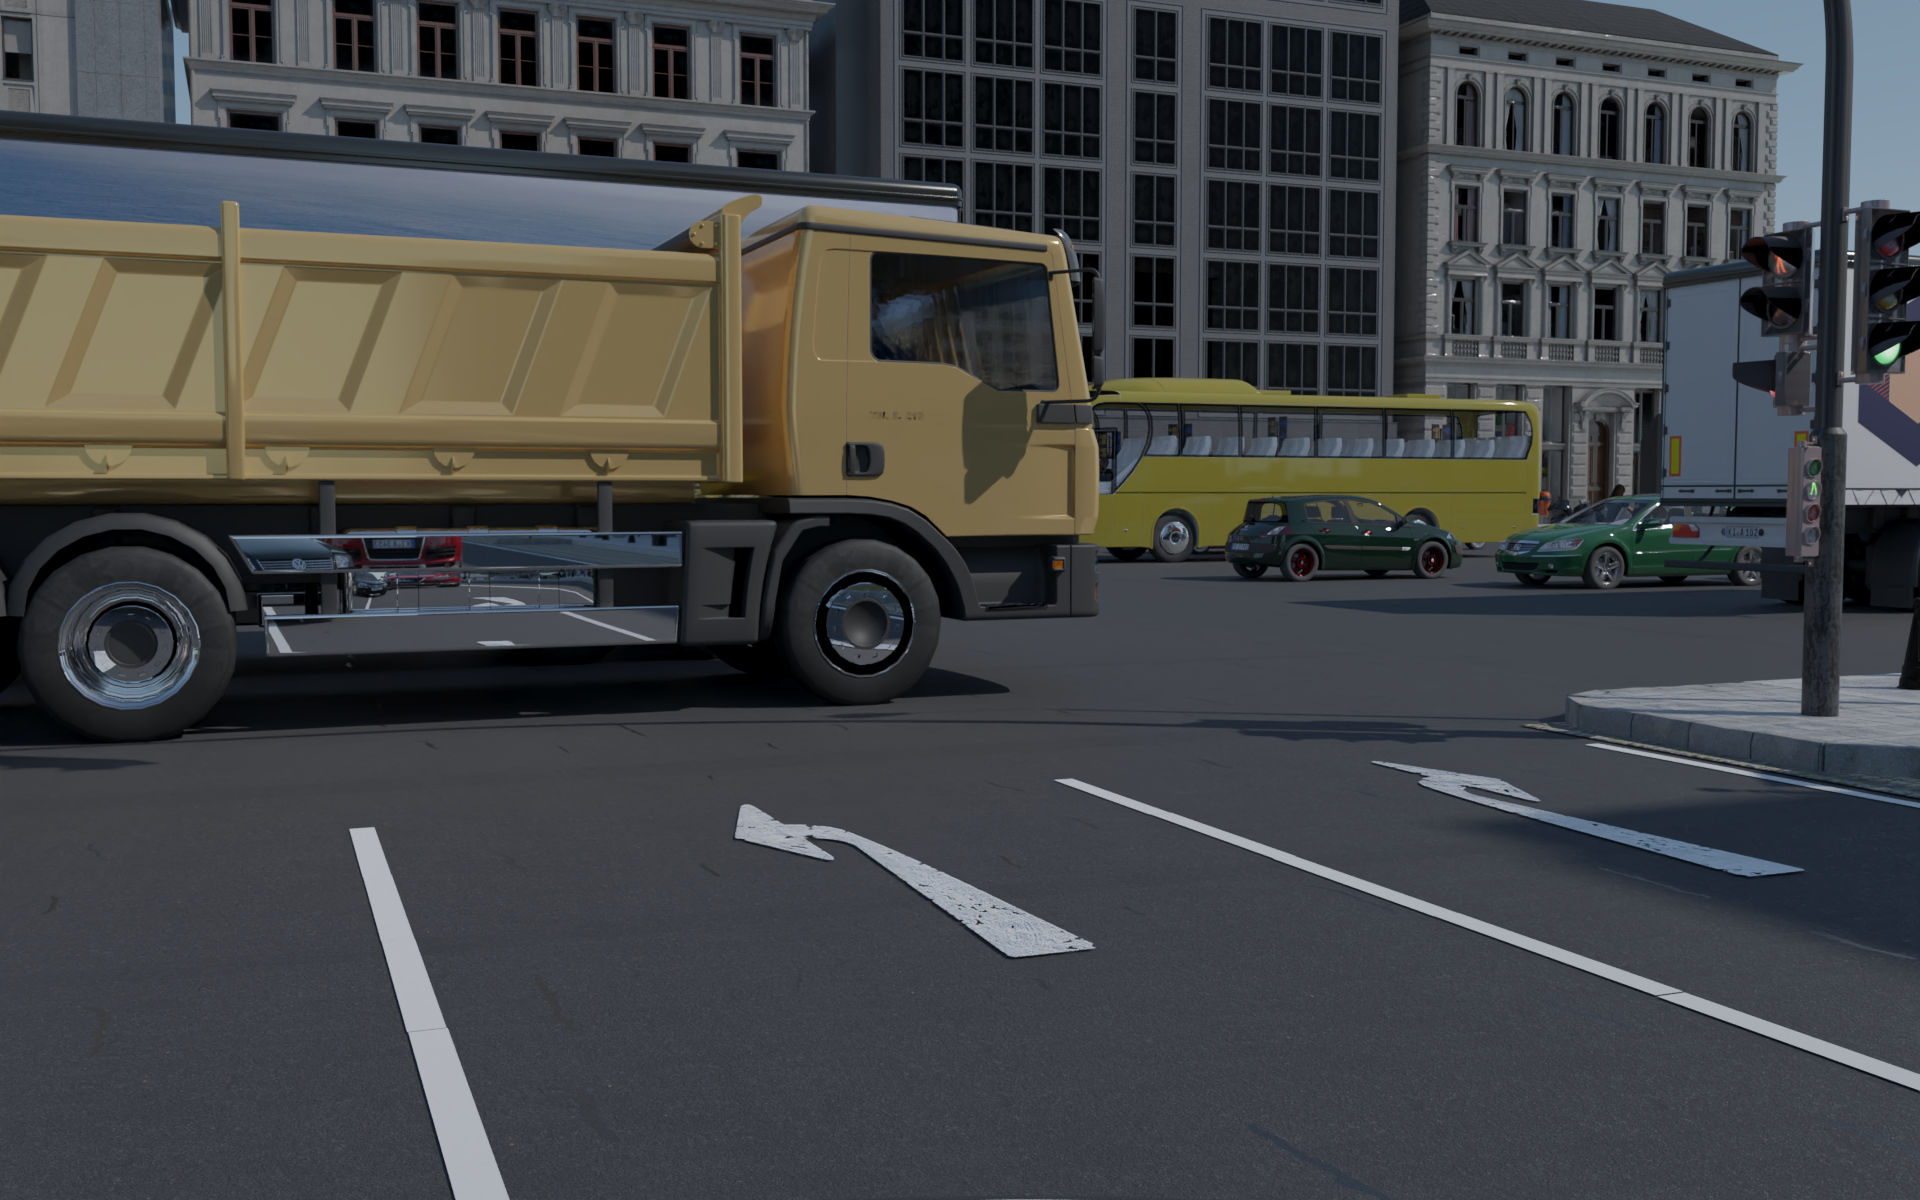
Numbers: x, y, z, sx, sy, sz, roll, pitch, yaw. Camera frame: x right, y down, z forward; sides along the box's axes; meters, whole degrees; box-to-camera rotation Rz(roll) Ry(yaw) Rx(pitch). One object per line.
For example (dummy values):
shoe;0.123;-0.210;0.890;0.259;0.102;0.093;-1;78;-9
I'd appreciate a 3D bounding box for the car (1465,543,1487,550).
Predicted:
car;11.825;-1.972;44.825;3.894;1.354;1.945;-1;4;-21

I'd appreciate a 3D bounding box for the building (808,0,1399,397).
building;4.582;-16.953;70.682;24.014;27.812;14.314;-1;4;-22

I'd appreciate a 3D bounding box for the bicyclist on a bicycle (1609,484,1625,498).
bicyclist on a bicycle;12.045;-1.320;31.599;1.625;1.676;1.499;-1;4;-22

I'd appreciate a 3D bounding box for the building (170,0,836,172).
building;-16.252;-13.770;61.294;21.152;22.565;11.583;-1;4;-22

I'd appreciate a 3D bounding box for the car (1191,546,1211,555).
car;6.661;-2.039;42.385;4.494;1.783;2.155;-2;4;-24

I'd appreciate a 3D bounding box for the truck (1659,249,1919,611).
truck;14.499;-2.090;23.078;11.283;4.237;2.839;-1;4;-23

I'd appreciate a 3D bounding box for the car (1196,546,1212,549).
car;7.251;-2.281;46.332;4.494;1.783;2.155;-1;4;-22

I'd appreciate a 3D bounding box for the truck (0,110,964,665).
truck;-5.605;-1.571;14.592;11.283;4.237;2.839;-2;4;-23

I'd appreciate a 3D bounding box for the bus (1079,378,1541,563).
bus;7.059;-2.857;38.264;12.252;3.916;2.896;-1;4;-21

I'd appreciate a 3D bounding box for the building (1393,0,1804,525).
building;25.597;-15.216;77.655;19.941;23.489;11.050;-1;4;-22

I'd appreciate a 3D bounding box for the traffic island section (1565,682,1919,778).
traffic island section;5.000;0.746;10.084;2.009;0.180;2.903;-1;4;-22

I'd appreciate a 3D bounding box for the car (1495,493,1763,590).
car;10.754;-0.949;27.318;4.920;1.459;2.131;-1;4;-21

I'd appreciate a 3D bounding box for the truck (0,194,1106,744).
truck;-3.060;-0.977;11.905;9.791;3.379;3.469;-1;4;-23

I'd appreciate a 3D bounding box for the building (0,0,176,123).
building;-35.052;-14.368;52.937;19.932;24.808;12.078;-1;4;-22

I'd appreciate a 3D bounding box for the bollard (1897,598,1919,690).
bollard;6.303;0.284;11.399;0.229;0.601;0.229;0;3;0

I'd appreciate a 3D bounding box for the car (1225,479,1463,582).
car;6.525;-1.204;29.465;4.222;1.686;2.009;-1;4;-23

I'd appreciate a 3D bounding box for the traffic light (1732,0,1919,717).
traffic light;3.054;-2.102;9.034;4.771;5.953;1.251;-1;4;-22

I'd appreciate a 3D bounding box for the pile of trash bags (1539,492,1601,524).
pile of trash bags;22.312;-3.288;63.509;1.912;1.369;3.447;-1;4;-21

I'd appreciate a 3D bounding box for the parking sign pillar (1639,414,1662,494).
parking sign pillar;23.495;-4.292;58.646;1.447;3.967;1.447;0;4;-2
